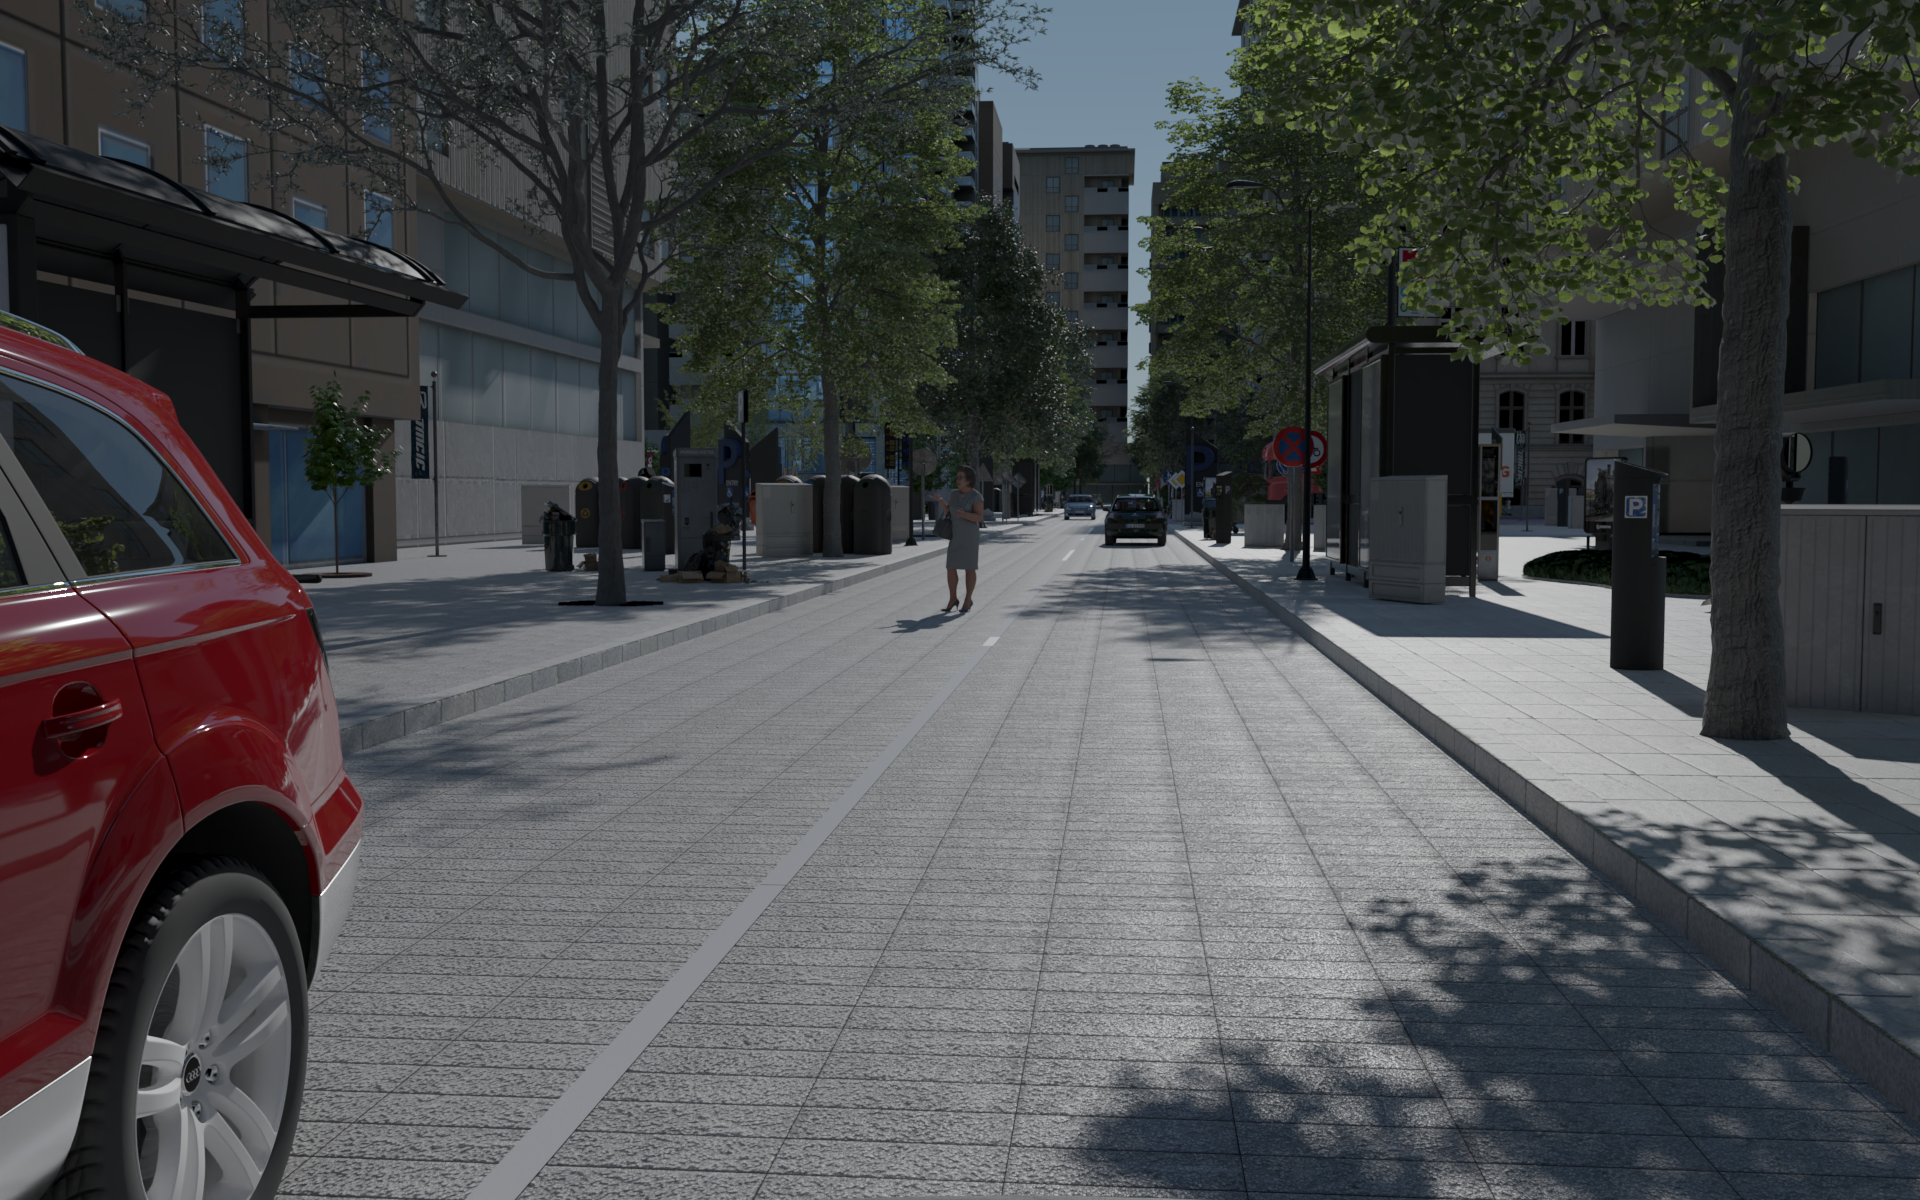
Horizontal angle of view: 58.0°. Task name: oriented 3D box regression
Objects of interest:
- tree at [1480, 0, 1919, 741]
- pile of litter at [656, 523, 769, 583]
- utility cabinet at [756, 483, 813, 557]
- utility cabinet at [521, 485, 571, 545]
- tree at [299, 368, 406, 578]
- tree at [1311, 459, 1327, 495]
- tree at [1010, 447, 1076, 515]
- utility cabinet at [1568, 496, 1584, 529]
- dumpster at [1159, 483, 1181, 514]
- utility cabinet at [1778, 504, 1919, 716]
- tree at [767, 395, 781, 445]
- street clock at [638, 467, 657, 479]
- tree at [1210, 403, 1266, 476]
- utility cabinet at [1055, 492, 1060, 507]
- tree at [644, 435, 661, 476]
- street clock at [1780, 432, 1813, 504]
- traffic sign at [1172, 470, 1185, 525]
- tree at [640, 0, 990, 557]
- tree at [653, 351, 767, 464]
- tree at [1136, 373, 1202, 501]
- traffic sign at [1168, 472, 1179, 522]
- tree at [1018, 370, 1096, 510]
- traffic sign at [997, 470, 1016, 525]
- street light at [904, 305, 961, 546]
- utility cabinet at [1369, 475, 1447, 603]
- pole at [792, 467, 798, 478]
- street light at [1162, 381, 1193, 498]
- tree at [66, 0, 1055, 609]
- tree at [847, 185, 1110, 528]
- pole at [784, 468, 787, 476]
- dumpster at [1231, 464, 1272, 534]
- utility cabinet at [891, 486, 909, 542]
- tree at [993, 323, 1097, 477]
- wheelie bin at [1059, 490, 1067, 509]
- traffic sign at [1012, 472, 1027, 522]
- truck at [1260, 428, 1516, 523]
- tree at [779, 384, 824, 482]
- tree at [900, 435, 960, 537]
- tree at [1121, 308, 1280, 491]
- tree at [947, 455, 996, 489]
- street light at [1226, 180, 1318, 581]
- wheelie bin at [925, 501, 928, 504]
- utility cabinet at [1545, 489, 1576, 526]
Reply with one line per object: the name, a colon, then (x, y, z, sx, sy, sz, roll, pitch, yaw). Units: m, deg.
tree: (4.308, -5.523, 8.431, 7.486, 12.596, 7.792, 0, 3, 0)
pile of litter: (-3.629, -0.689, 25.229, 1.719, 0.858, 1.176, 3, 4, 37)
utility cabinet: (-3.577, -1.632, 35.361, 1.173, 1.500, 0.318, -3, 4, -36)
utility cabinet: (-10.343, -2.118, 43.305, 1.173, 1.500, 0.318, 0, 4, -7)
tree: (-9.652, -1.959, 26.626, 1.663, 3.219, 1.824, 0, 3, 0)
tree: (14.921, -4.589, 69.636, 1.663, 3.219, 1.824, 0, 3, 0)
tree: (4.551, -7.615, 108.226, 4.285, 4.588, 4.351, 0, 3, 0)
utility cabinet: (23.125, -3.253, 64.355, 1.020, 1.237, 0.306, -1, 4, -10)
dumpster: (13.646, -6.696, 111.973, 1.502, 2.255, 1.985, 0, 4, 5)
utility cabinet: (5.295, 0.050, 10.343, 1.020, 1.237, 0.306, 3, 4, 38)
tree: (-14.181, -10.424, 120.798, 4.737, 8.622, 4.395, 0, 3, 0)
street clock: (-8.328, -2.546, 46.205, 0.471, 2.002, 0.358, -2, 4, -29)
tree: (19.017, -10.297, 118.717, 4.737, 8.622, 4.395, 0, 3, 0)
utility cabinet: (8.687, -8.883, 153.914, 0.318, 1.500, 1.173, 1, 4, 12)
tree: (-17.458, -6.858, 95.846, 4.285, 4.588, 4.351, 0, 3, 0)
street clock: (9.808, -0.974, 20.499, 0.471, 2.002, 0.358, -1, 4, -22)
traffic sign: (9.151, -4.147, 71.444, 0.795, 2.450, 0.064, 0, 4, 5)
tree: (-2.874, -7.122, 34.575, 7.486, 12.596, 7.792, 0, 3, 0)
tree: (-12.865, -8.336, 86.659, 4.737, 8.622, 4.395, 0, 3, 0)
tree: (12.394, -9.228, 101.239, 4.360, 8.622, 3.978, 0, 3, 0)
traffic sign: (9.900, -4.633, 79.394, 0.795, 2.450, 0.064, 0, 4, 5)
tree: (7.632, -13.348, 143.999, 9.928, 11.665, 9.643, 0, 3, 0)
traffic sign: (1.941, -4.190, 72.142, 0.795, 2.450, 0.064, 0, 4, 5)
street light: (-0.675, -4.298, 42.815, 1.470, 5.913, 1.316, 0, 4, 5)
utility cabinet: (5.297, -0.727, 20.562, 0.318, 1.500, 1.173, -1, 4, -19)
pole: (-12.646, -8.437, 131.792, 0.158, 3.312, 0.155, 0, 3, 0)
street light: (9.023, -6.047, 71.407, 1.470, 5.913, 1.316, 0, 4, 5)
tree: (-4.070, -6.688, 19.721, 12.009, 13.543, 11.850, 0, 3, 0)
tree: (0.512, -9.050, 64.973, 9.611, 12.733, 9.660, 0, 3, 0)
pole: (-13.594, -8.641, 135.125, 0.158, 3.312, 0.155, 0, 3, 0)
dumpster: (9.421, -3.324, 56.844, 1.502, 2.255, 1.985, 0, 4, 6)
utility cabinet: (-1.850, -2.268, 45.764, 1.173, 1.500, 0.318, -3, 5, -44)
tree: (4.710, -12.997, 119.155, 9.857, 13.997, 8.962, 0, 3, 0)
wheelie bin: (8.973, -8.715, 150.398, 0.693, 1.594, 0.980, 0, 4, -4)
traffic sign: (2.690, -4.676, 80.092, 0.795, 2.450, 0.064, 0, 4, 5)
truck: (18.100, -5.286, 75.344, 11.283, 4.237, 2.839, 0, 4, 6)
tree: (-10.396, -10.155, 116.402, 4.360, 8.622, 3.978, 0, 3, 0)
tree: (-1.134, -3.503, 51.881, 1.663, 3.219, 1.824, 0, 3, 0)
tree: (12.240, -9.203, 84.884, 7.601, 10.594, 8.767, -1, 4, -11)
tree: (0.466, -7.308, 103.205, 4.285, 4.588, 4.351, 0, 3, 0)
street light: (4.630, -3.255, 25.756, 1.470, 5.913, 1.316, 0, 4, 5)
wheelie bin: (-3.156, -9.013, 155.270, 0.693, 1.594, 0.980, -3, 4, -38)
utility cabinet: (24.050, -3.712, 69.374, 1.173, 1.500, 0.318, 1, 4, 17)
